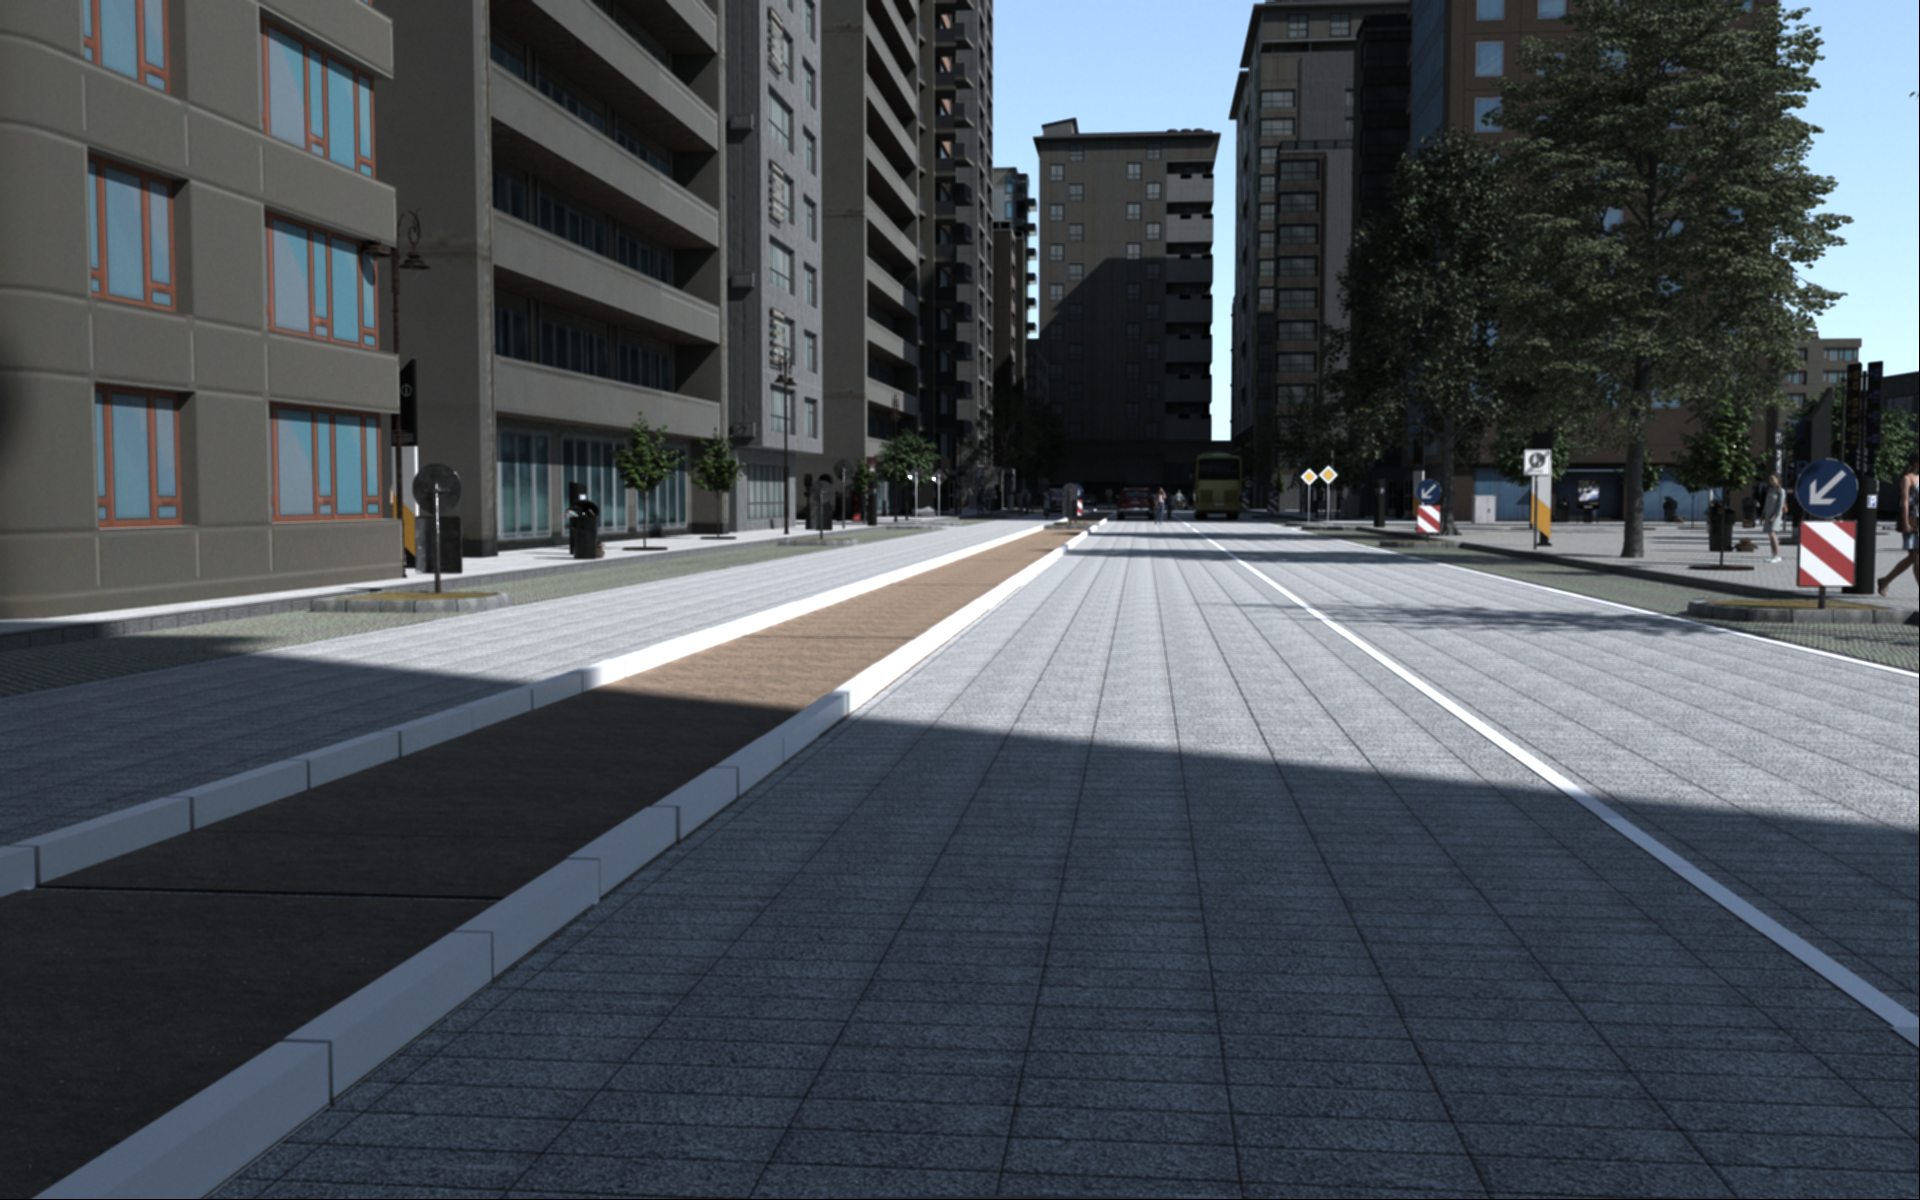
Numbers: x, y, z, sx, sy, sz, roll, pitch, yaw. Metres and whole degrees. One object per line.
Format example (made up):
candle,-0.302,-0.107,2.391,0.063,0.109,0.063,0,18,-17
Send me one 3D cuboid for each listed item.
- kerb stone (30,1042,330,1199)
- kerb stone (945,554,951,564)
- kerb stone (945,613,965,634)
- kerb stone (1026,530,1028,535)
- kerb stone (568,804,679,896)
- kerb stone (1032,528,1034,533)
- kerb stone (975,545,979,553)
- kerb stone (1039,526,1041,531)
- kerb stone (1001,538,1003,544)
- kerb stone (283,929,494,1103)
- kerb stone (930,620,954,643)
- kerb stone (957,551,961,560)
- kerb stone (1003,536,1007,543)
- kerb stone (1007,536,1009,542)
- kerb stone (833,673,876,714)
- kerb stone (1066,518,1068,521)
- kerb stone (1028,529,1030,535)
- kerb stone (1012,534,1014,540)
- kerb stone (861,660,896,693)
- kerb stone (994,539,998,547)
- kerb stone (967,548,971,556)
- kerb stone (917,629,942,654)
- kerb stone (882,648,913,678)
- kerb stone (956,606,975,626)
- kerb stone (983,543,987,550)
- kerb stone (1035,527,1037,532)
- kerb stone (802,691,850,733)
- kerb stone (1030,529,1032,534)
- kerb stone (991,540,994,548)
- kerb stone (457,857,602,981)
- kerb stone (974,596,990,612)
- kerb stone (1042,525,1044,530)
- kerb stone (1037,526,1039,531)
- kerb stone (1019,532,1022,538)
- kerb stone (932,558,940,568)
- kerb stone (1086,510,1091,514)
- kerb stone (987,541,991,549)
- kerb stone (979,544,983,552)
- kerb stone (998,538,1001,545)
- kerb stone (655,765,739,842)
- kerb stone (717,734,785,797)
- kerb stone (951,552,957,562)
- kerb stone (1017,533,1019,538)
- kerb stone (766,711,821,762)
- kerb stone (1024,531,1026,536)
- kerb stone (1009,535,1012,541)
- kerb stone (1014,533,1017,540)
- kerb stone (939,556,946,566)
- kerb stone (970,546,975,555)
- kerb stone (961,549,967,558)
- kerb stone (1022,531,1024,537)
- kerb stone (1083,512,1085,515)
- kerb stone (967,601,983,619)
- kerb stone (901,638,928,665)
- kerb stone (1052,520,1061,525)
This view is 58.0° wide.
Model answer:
kerb stone,-1.587,1.140,3.557,0.120,0.150,1.000,0,4,6
kerb stone,-0.341,-0.804,35.373,0.120,0.150,1.000,0,4,6
kerb stone,-0.089,0.269,17.825,0.120,0.150,1.000,0,4,6
kerb stone,2.128,-2.239,58.813,0.120,0.150,1.000,0,4,6
kerb stone,-1.276,0.953,6.608,0.120,0.150,1.000,0,4,6
kerb stone,2.452,-2.426,61.869,0.120,0.150,1.000,0,4,6
kerb stone,0.295,-1.179,41.474,0.120,0.150,1.000,0,4,6
kerb stone,2.886,-2.675,65.936,0.120,0.150,1.000,0,4,6
kerb stone,1.048,-1.616,48.620,0.120,0.150,1.000,0,4,6
kerb stone,-1.482,1.078,4.574,0.120,0.150,1.000,0,4,6
kerb stone,-0.194,0.330,16.805,0.120,0.150,1.000,0,4,6
kerb stone,-0.138,-0.930,37.406,0.120,0.150,1.000,0,4,6
kerb stone,1.163,-1.675,49.636,0.120,0.150,1.000,0,4,6
kerb stone,1.267,-1.737,50.652,0.120,0.150,1.000,0,4,6
kerb stone,-0.725,0.641,11.711,0.120,0.150,1.000,0,4,6
kerb stone,5.312,-4.081,88.920,0.120,0.150,1.000,0,4,6
kerb stone,2.233,-2.302,59.832,0.120,0.150,1.000,0,4,6
kerb stone,1.481,-1.865,52.695,0.120,0.150,1.000,0,4,6
kerb stone,-0.623,0.579,12.728,0.120,0.150,1.000,0,4,6
kerb stone,0.841,-1.488,46.587,0.120,0.150,1.000,0,4,6
kerb stone,0.083,-1.055,39.441,0.120,0.150,1.000,0,4,6
kerb stone,-0.302,0.399,15.789,0.120,0.150,1.000,0,4,6
kerb stone,-0.516,0.521,13.744,0.120,0.150,1.000,0,4,6
kerb stone,0.022,0.204,18.854,0.120,0.150,1.000,0,4,6
kerb stone,0.513,-1.300,43.516,0.120,0.150,1.000,0,4,6
kerb stone,2.674,-2.551,63.903,0.120,0.150,1.000,0,4,6
kerb stone,-0.842,0.709,10.692,0.120,0.150,1.000,0,4,6
kerb stone,2.341,-2.359,60.849,0.120,0.150,1.000,0,4,6
kerb stone,0.731,-1.429,45.560,0.120,0.150,1.000,0,4,6
kerb stone,-1.378,1.017,5.590,0.120,0.150,1.000,0,4,6
kerb stone,0.230,0.082,20.891,0.120,0.150,1.000,0,4,6
kerb stone,3.099,-2.800,67.981,0.120,0.150,1.000,0,4,6
kerb stone,2.774,-2.613,64.920,0.120,0.150,1.000,0,4,6
kerb stone,1.805,-2.053,55.754,0.120,0.150,1.000,0,4,6
kerb stone,-0.559,-0.682,33.340,0.120,0.150,1.000,0,4,6
kerb stone,9.287,-6.382,126.611,0.120,0.150,1.000,0,4,6
kerb stone,0.619,-1.367,44.544,0.120,0.150,1.000,0,4,6
kerb stone,0.405,-1.240,42.491,0.120,0.150,1.000,0,4,6
kerb stone,0.944,-1.554,47.604,0.120,0.150,1.000,0,4,6
kerb stone,-1.158,0.891,7.627,0.120,0.150,1.000,0,4,6
kerb stone,-1.047,0.828,8.653,0.120,0.150,1.000,0,4,6
kerb stone,-0.235,-0.867,36.389,0.120,0.150,1.000,0,4,6
kerb stone,1.705,-1.990,54.737,0.120,0.150,1.000,0,4,6
kerb stone,-0.941,0.770,9.670,0.120,0.150,1.000,0,4,6
kerb stone,2.019,-2.177,57.787,0.120,0.150,1.000,0,4,6
kerb stone,1.377,-1.797,51.679,0.120,0.150,1.000,0,4,6
kerb stone,1.597,-1.928,53.714,0.120,0.150,1.000,0,4,6
kerb stone,-0.450,-0.741,34.357,0.120,0.150,1.000,0,4,6
kerb stone,0.191,-1.117,40.458,0.120,0.150,1.000,0,4,6
kerb stone,-0.022,-0.992,38.422,0.120,0.150,1.000,0,4,6
kerb stone,1.910,-2.114,56.771,0.120,0.150,1.000,0,4,6
kerb stone,7.995,-5.638,114.380,0.120,0.150,1.000,0,4,6
kerb stone,0.130,0.143,19.874,0.120,0.150,1.000,0,4,6
kerb stone,-0.413,0.459,14.765,0.120,0.150,1.000,0,4,6
kerb stone,4.551,-3.643,81.778,0.120,0.150,1.000,0,4,6
